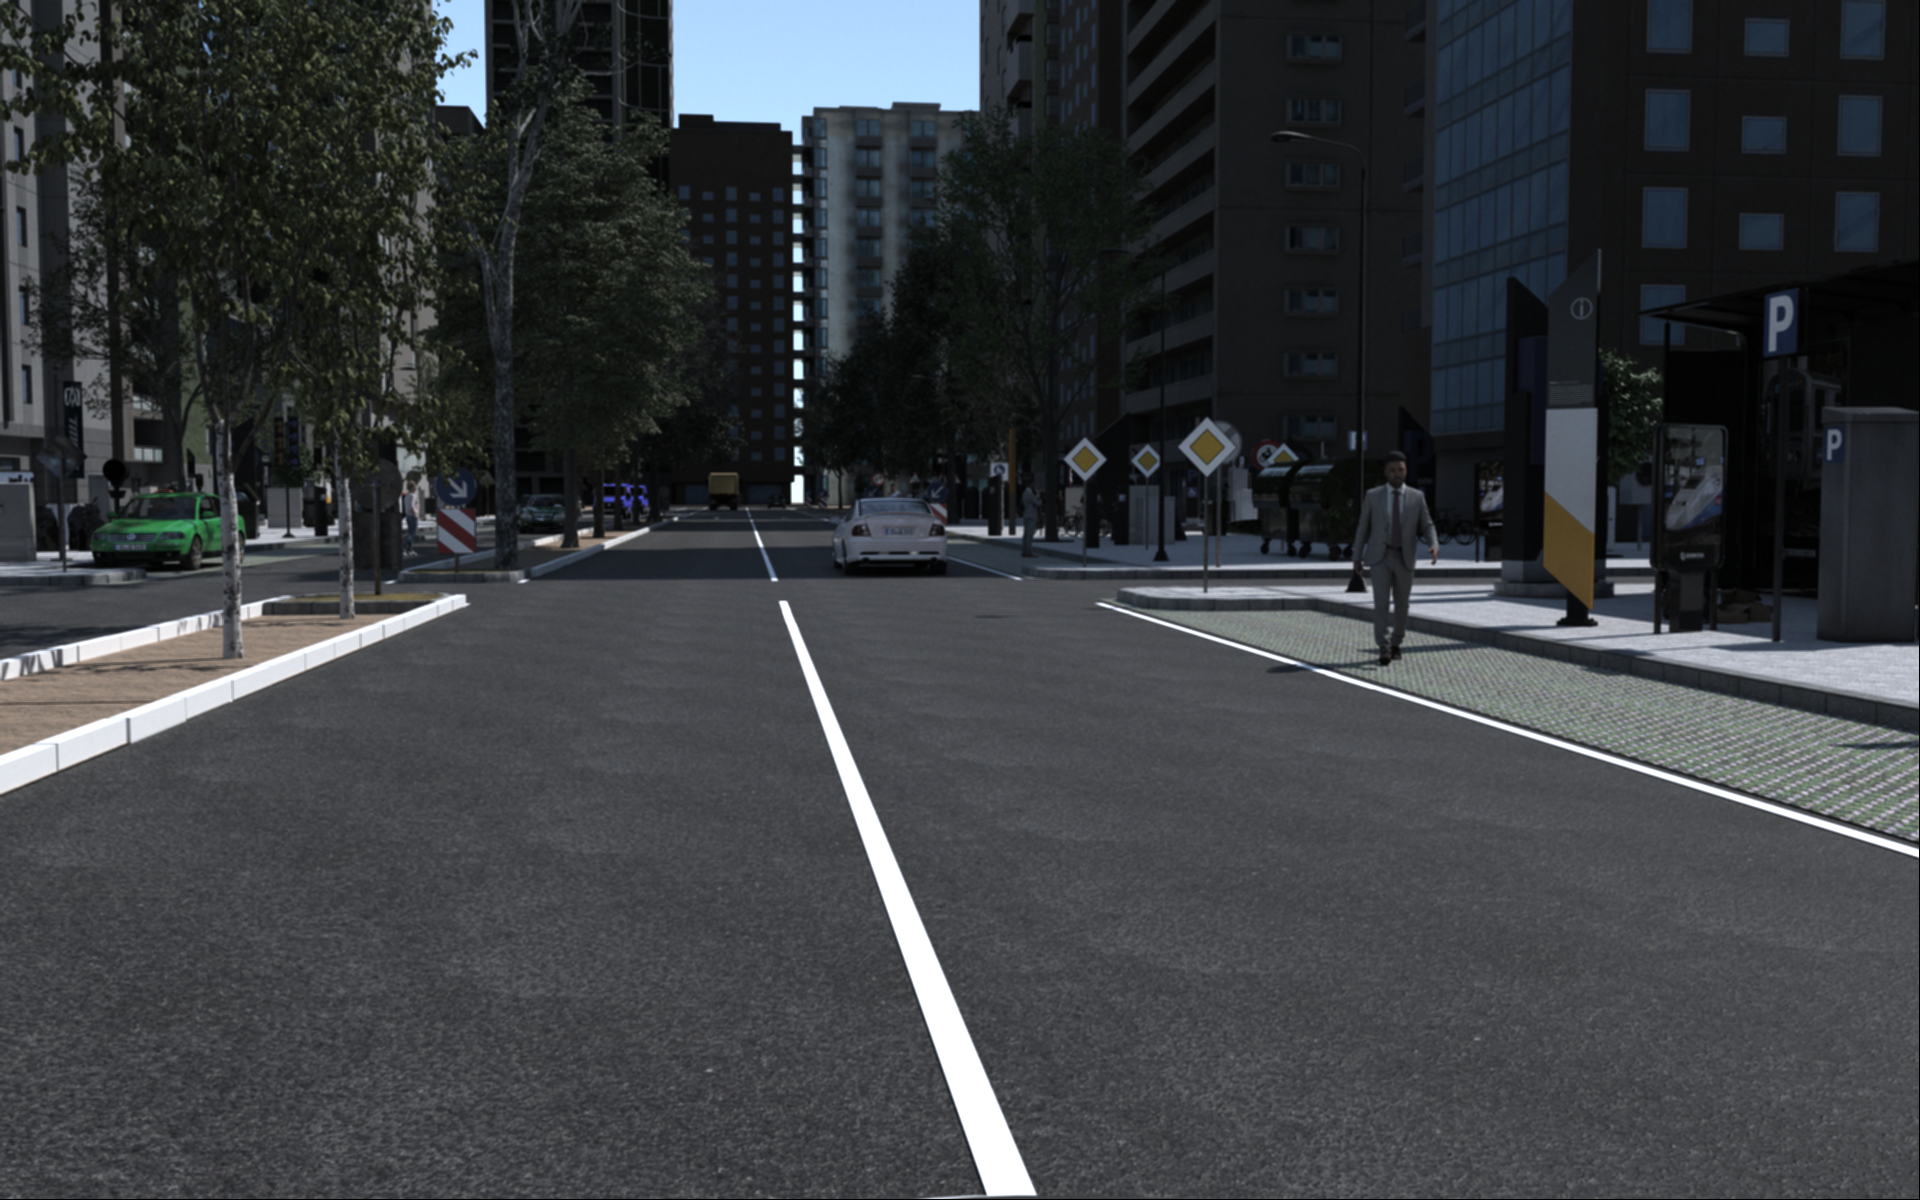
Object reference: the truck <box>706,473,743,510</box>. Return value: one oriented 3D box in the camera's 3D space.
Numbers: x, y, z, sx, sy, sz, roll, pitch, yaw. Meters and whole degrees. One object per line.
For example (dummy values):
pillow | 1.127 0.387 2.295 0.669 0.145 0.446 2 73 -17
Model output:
truck | -21.601 -9.941 158.454 3.469 3.379 9.791 0 4 -7

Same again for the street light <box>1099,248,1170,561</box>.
street light | 3.315 -3.692 32.903 1.470 5.913 1.316 0 4 -7

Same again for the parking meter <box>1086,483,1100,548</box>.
parking meter | 3.130 -2.004 41.179 0.372 1.533 0.369 0 3 0

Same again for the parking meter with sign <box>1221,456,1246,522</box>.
parking meter with sign | 12.239 -5.095 79.562 1.738 3.016 0.543 -1 4 -18

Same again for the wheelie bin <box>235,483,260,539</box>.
wheelie bin | -20.284 -2.526 49.201 0.693 1.594 0.980 -1 4 -13

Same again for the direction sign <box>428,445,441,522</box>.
direction sign | -23.993 -5.350 79.469 0.379 3.537 0.876 3 5 43

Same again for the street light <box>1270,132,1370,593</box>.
street light | 4.669 -3.053 22.453 1.470 5.913 1.316 0 4 -7

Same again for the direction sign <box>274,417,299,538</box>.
direction sign | -19.794 -3.606 50.956 0.876 3.537 0.379 1 4 22

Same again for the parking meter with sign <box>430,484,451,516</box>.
parking meter with sign | -30.650 -6.432 101.419 1.738 3.016 0.543 -3 5 -40

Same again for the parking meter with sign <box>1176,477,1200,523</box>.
parking meter with sign | 10.247 -4.944 77.101 1.738 3.016 0.543 -1 4 -20

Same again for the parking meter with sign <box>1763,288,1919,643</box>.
parking meter with sign | 7.920 -1.147 15.015 1.738 3.016 0.543 0 4 -3

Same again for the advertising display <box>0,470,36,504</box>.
advertising display | -25.466 -2.539 46.720 0.974 1.923 0.123 -2 4 -34

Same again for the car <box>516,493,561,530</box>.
car | -16.987 -3.649 69.448 2.009 1.686 4.222 -1 4 -8

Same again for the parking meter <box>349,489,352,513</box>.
parking meter | -28.373 -4.392 80.220 0.372 1.533 0.369 0 3 0

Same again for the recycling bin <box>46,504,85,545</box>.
recycling bin | -22.782 -1.938 44.246 0.722 1.027 0.722 1 4 14

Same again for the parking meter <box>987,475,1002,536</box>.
parking meter | 1.065 -2.902 53.161 0.399 1.863 0.255 3 5 41

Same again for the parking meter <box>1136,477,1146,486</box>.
parking meter | 6.171 -3.239 58.676 0.399 1.863 0.255 0 4 6

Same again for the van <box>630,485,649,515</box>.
van | -22.633 -7.049 119.630 2.240 2.365 5.245 0 4 -7

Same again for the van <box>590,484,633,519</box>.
van | -20.033 -5.843 99.919 2.240 2.365 5.245 0 4 -7

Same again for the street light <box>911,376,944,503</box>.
street light | -1.215 -5.849 68.171 1.470 5.913 1.316 0 4 -7

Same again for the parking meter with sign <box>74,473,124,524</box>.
parking meter with sign | -30.763 -4.019 61.978 1.738 3.016 0.543 -1 4 -11

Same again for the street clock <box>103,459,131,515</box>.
street clock | -17.371 -1.905 35.720 0.471 2.002 0.358 0 4 -2

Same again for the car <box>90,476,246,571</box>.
car | -15.228 -1.509 33.465 1.959 1.807 4.718 0 4 -7

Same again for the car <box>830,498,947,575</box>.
car | -1.341 -1.208 32.114 2.083 1.381 4.827 0 4 -8

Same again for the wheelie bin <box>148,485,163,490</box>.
wheelie bin | -28.624 -3.279 61.518 0.693 1.594 0.980 1 4 12

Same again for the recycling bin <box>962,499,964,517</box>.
recycling bin | -0.261 -5.230 98.065 0.722 1.027 0.722 3 5 41

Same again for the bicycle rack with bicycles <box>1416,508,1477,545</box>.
bicycle rack with bicycles | 12.256 -1.906 44.540 2.852 0.926 2.925 -2 4 -28

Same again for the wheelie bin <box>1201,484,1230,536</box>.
wheelie bin | 7.901 -2.791 53.540 0.693 1.594 0.980 -2 4 -27

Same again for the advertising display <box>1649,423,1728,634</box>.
advertising display | 6.754 -0.663 16.058 0.974 1.923 0.123 -2 4 -33

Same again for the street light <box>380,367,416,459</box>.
street light | -20.582 -5.554 63.355 1.470 5.913 1.316 0 4 -7

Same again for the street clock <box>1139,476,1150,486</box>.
street clock | 7.328 -3.952 69.189 0.358 2.002 0.471 -3 4 -37

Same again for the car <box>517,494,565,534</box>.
car | -15.237 -3.200 64.112 2.131 1.459 4.920 -1 4 -9

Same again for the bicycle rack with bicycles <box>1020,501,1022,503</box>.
bicycle rack with bicycles | 3.529 -3.002 62.467 2.852 0.926 2.925 1 4 9

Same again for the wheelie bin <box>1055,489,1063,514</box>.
wheelie bin | 5.924 -5.929 104.840 0.693 1.594 0.980 2 4 26

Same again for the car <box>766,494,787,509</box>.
car | -17.994 -9.792 169.882 2.009 1.686 4.222 0 4 -7

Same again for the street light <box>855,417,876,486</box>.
street light | -5.621 -8.034 103.890 1.470 5.913 1.316 0 4 -7

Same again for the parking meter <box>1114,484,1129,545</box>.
parking meter | 4.069 -2.150 43.559 0.372 1.533 0.369 0 3 0

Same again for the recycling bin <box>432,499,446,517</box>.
recycling bin | -29.402 -5.205 97.655 0.722 1.027 0.722 -1 4 -12

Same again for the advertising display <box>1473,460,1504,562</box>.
advertising display | 10.104 -1.685 32.769 0.974 1.923 0.123 -2 4 -31

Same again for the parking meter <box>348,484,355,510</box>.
parking meter | -35.182 -5.777 100.168 0.255 1.863 0.399 1 4 10

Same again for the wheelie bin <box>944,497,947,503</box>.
wheelie bin | -0.593 -5.091 91.139 0.980 1.594 0.693 -1 4 -16

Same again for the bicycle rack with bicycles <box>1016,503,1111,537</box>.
bicycle rack with bicycles | 3.693 -2.411 52.802 2.852 0.926 2.925 -2 4 -33

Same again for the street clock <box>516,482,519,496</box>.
street clock | -24.849 -5.631 96.642 0.471 2.002 0.358 -1 4 -13

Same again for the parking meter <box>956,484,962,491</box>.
parking meter | -0.135 -5.523 96.018 0.399 1.863 0.255 -2 4 -31

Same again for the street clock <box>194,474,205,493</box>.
street clock | -27.024 -3.486 61.569 0.358 2.002 0.471 -2 4 -29

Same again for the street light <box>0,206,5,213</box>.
street light | -16.037 -3.385 27.886 1.470 5.913 1.316 0 4 -7

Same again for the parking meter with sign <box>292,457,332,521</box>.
parking meter with sign | -30.806 -5.271 82.435 0.543 3.016 1.738 3 5 40

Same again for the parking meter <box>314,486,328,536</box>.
parking meter | -19.414 -2.703 52.609 0.372 1.533 0.369 0 3 0

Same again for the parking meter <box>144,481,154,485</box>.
parking meter | -37.474 -4.550 80.096 0.399 1.863 0.255 1 4 19

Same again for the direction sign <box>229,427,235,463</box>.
direction sign | -24.611 -4.068 58.507 0.379 3.537 0.876 -3 4 -36

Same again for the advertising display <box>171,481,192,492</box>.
advertising display | -38.700 -4.949 86.126 0.974 1.923 0.123 0 4 -4

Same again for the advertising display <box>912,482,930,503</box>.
advertising display | -2.054 -5.287 91.655 0.974 1.923 0.123 -2 4 -23
